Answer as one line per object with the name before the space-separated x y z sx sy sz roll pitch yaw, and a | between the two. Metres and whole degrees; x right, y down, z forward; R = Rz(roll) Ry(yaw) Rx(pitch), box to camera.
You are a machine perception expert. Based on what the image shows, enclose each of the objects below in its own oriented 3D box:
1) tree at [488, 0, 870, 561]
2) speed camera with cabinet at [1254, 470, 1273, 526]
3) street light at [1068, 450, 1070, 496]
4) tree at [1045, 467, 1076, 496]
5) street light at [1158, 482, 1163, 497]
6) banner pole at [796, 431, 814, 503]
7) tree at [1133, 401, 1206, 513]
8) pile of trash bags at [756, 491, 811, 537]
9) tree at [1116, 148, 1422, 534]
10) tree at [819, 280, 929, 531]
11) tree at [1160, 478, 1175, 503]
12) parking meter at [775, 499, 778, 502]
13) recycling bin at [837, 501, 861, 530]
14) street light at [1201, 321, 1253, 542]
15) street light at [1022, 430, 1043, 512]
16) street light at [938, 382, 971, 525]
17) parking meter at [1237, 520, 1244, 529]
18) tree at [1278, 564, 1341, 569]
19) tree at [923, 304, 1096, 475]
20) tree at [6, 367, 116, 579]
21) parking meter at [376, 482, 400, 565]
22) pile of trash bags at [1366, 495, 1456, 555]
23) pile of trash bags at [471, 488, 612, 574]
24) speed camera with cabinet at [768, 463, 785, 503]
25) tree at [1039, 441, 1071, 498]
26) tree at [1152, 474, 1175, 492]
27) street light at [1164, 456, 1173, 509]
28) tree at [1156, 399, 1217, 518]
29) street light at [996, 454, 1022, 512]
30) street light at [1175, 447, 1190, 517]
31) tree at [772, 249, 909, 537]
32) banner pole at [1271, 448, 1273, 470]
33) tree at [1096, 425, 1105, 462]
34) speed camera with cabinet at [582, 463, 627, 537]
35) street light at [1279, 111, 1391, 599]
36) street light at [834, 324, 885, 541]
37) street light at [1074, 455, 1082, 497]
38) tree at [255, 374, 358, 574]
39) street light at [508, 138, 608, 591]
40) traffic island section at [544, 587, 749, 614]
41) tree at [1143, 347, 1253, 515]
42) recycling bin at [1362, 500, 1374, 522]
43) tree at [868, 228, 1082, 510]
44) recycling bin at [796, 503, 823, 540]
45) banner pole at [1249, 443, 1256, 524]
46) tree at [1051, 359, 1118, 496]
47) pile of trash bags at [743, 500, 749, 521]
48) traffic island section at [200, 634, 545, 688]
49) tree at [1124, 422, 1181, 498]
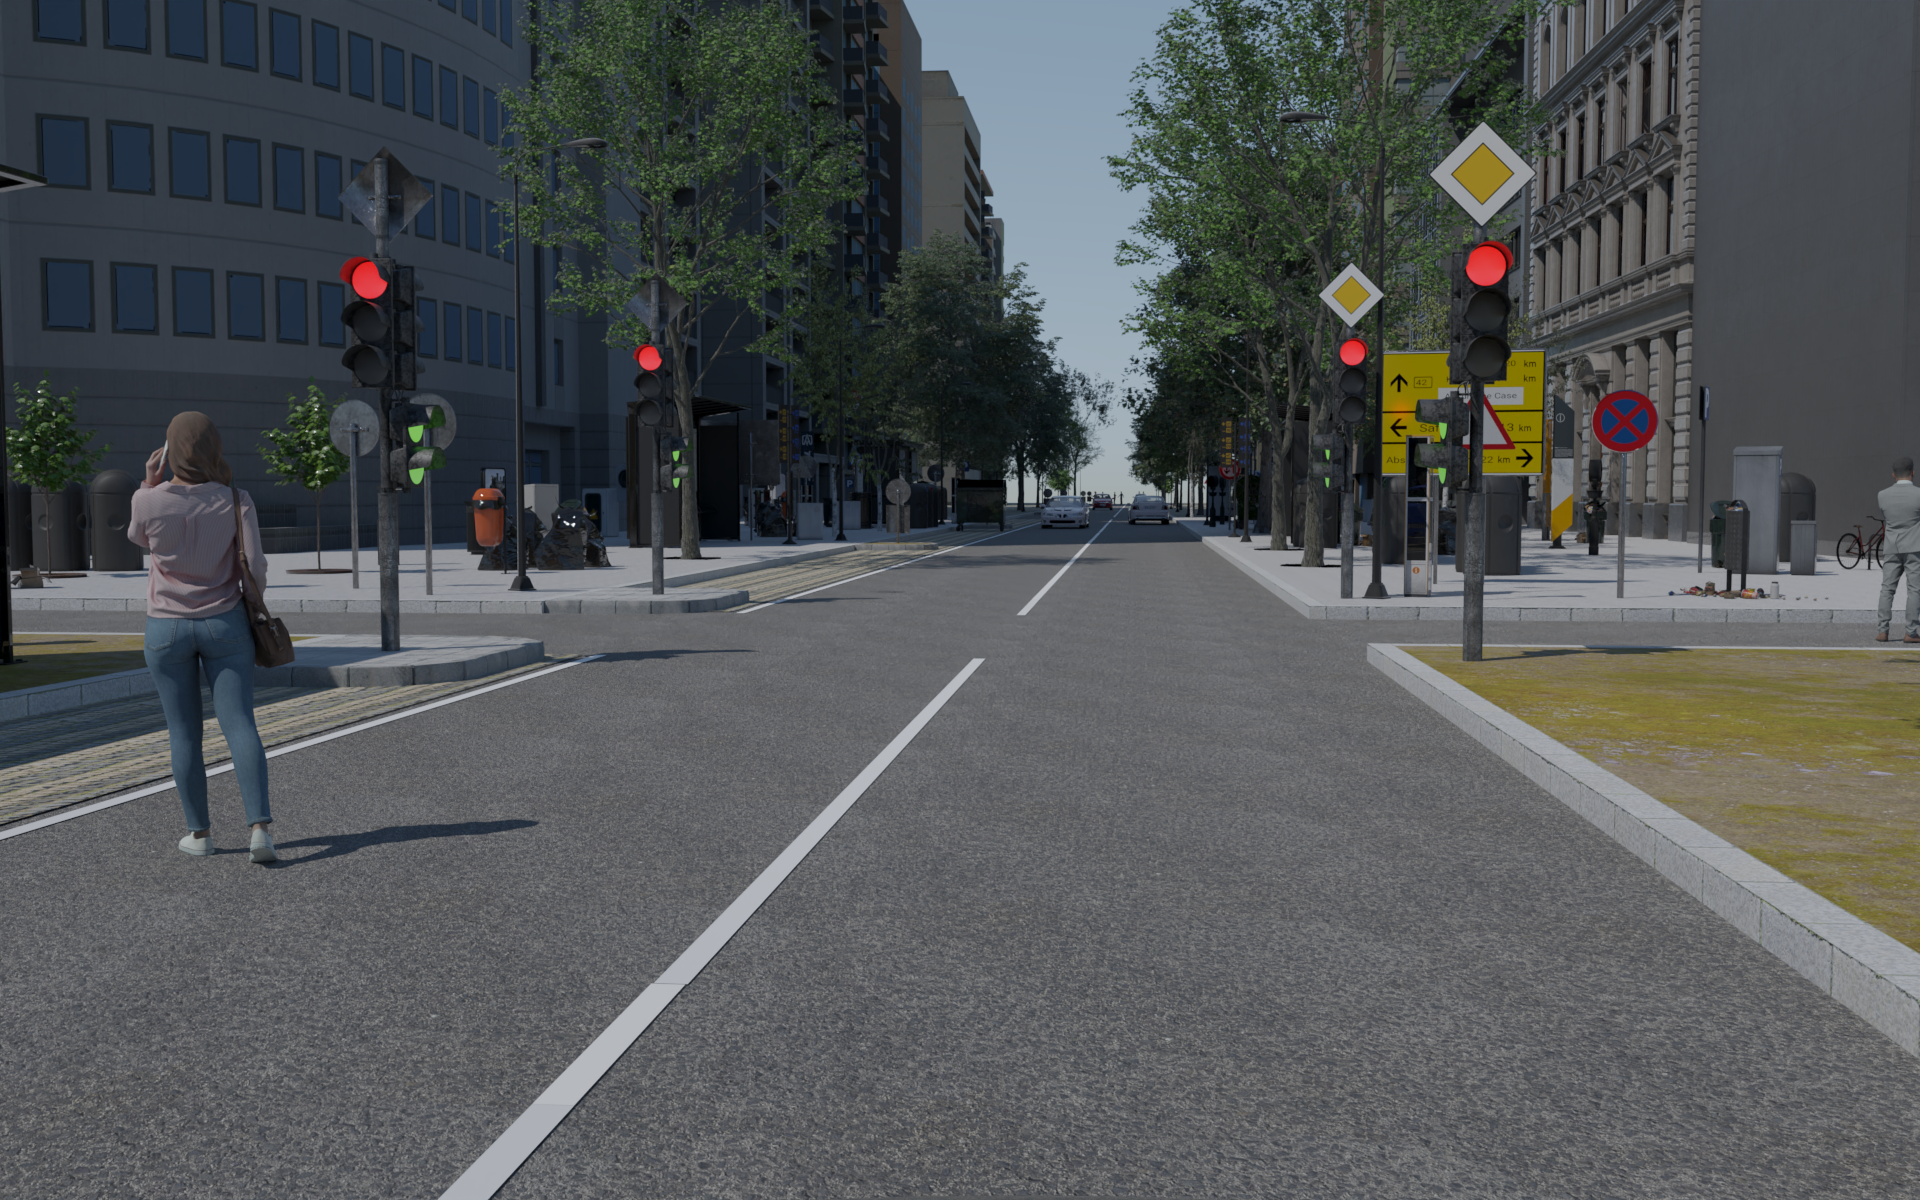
tree | -5.449 -6.601 33.688 9.928 11.665 9.643 0 3 0
speed camera with cabinet | 11.777 -4.406 66.369 0.660 3.252 2.038 1 4 22
street light | 10.826 -12.767 181.282 1.470 5.913 1.316 0 4 6
tree | 11.133 -12.724 191.755 4.285 4.588 4.351 0 3 0
street light | 14.910 -9.195 122.881 1.470 5.913 1.316 0 4 6
banner pole | -5.496 -4.321 60.664 0.863 3.779 0.401 1 4 11
tree | 17.425 -12.427 137.596 8.767 10.594 7.601 2 4 29
pile of trash bags | -5.302 -2.650 53.086 1.912 1.369 3.447 0 4 -7
tree | 9.977 -8.510 56.153 9.611 12.733 9.660 0 3 0
tree | -2.790 -6.659 59.240 4.360 8.622 3.978 0 3 0
tree | 29.214 -15.520 248.353 1.663 3.219 1.824 0 3 0
parking meter | -9.940 -5.438 94.627 0.255 1.863 0.399 -1 4 -23
recycling bin | -4.044 -3.038 62.227 0.722 1.027 0.722 -2 4 -33
street light | 7.076 -4.491 45.962 1.470 5.913 1.316 0 4 6
street light | 5.115 -9.314 124.823 1.470 5.913 1.316 0 4 6
street light | -0.223 -6.087 72.066 1.470 5.913 1.316 0 4 6
parking meter | 10.410 -3.600 64.573 0.255 1.863 0.399 3 4 38
tree | 6.390 -6.382 30.104 9.928 11.665 9.643 0 3 0
tree | 2.110 -12.282 111.177 12.009 13.543 11.850 0 3 0
tree | -13.887 -1.958 26.620 1.663 3.219 1.824 0 3 0
parking meter | -10.329 -1.398 31.273 0.372 1.533 0.369 0 3 0
pile of trash bags | 9.879 -1.706 37.649 1.912 1.369 3.447 0 4 6
pile of trash bags | -7.274 -1.189 29.191 1.912 1.369 3.447 1 4 10
speed camera with cabinet | -8.925 -5.293 80.882 0.660 3.252 2.038 -3 4 -37
tree | 8.605 -13.546 171.844 4.360 8.622 3.978 0 3 0
tree | 28.329 -15.733 240.951 4.285 4.588 4.351 0 3 0
street light | 12.428 -7.691 98.293 1.470 5.913 1.316 0 4 6
tree | 12.717 -8.723 92.981 4.360 8.622 3.978 0 3 0
street light | 2.669 -7.793 99.964 1.470 5.913 1.316 0 4 6
street light | 9.611 -6.022 71.006 1.470 5.913 1.316 0 4 6
tree | -3.718 -6.205 51.810 4.737 8.622 4.395 0 3 0
banner pole | 14.553 -5.580 81.249 0.863 3.779 0.401 -1 4 -8
tree | 13.602 -19.135 223.232 12.009 13.543 11.850 0 3 0
speed camera with cabinet | -10.304 -3.497 51.515 2.038 3.252 0.660 2 4 30
street light | 4.578 -2.974 21.161 1.470 5.913 1.316 0 4 6
street light | -2.733 -4.580 47.419 1.470 5.913 1.316 0 4 6
street light | 13.431 -14.263 205.736 1.470 5.913 1.316 0 4 6
tree | -10.544 -2.045 28.032 1.663 3.219 1.824 0 3 0
street light | -5.290 -3.075 22.814 1.470 5.913 1.316 0 4 6
traffic island section | -3.877 0.008 22.146 2.009 0.180 2.903 0 4 6
tree | 15.043 -11.421 104.852 7.486 12.596 7.792 0 3 0
recycling bin | 18.928 -4.086 79.353 0.722 1.027 0.722 -1 4 -20
tree | 0.033 -10.761 82.591 9.857 13.997 8.962 0 3 0
recycling bin | -4.242 -2.217 48.810 0.722 1.027 0.722 -1 4 -9
banner pole | 12.450 -5.147 74.165 0.401 3.779 0.863 -2 4 -33
tree | 15.976 -23.532 240.643 12.611 20.169 13.585 0 3 0
pile of trash bags | -9.099 -4.064 76.199 3.447 1.369 1.912 1 4 20
traffic island section | -4.684 0.494 14.201 2.009 0.180 2.903 0 4 6
tree | 25.260 -18.913 215.877 9.857 13.997 8.962 0 3 0
